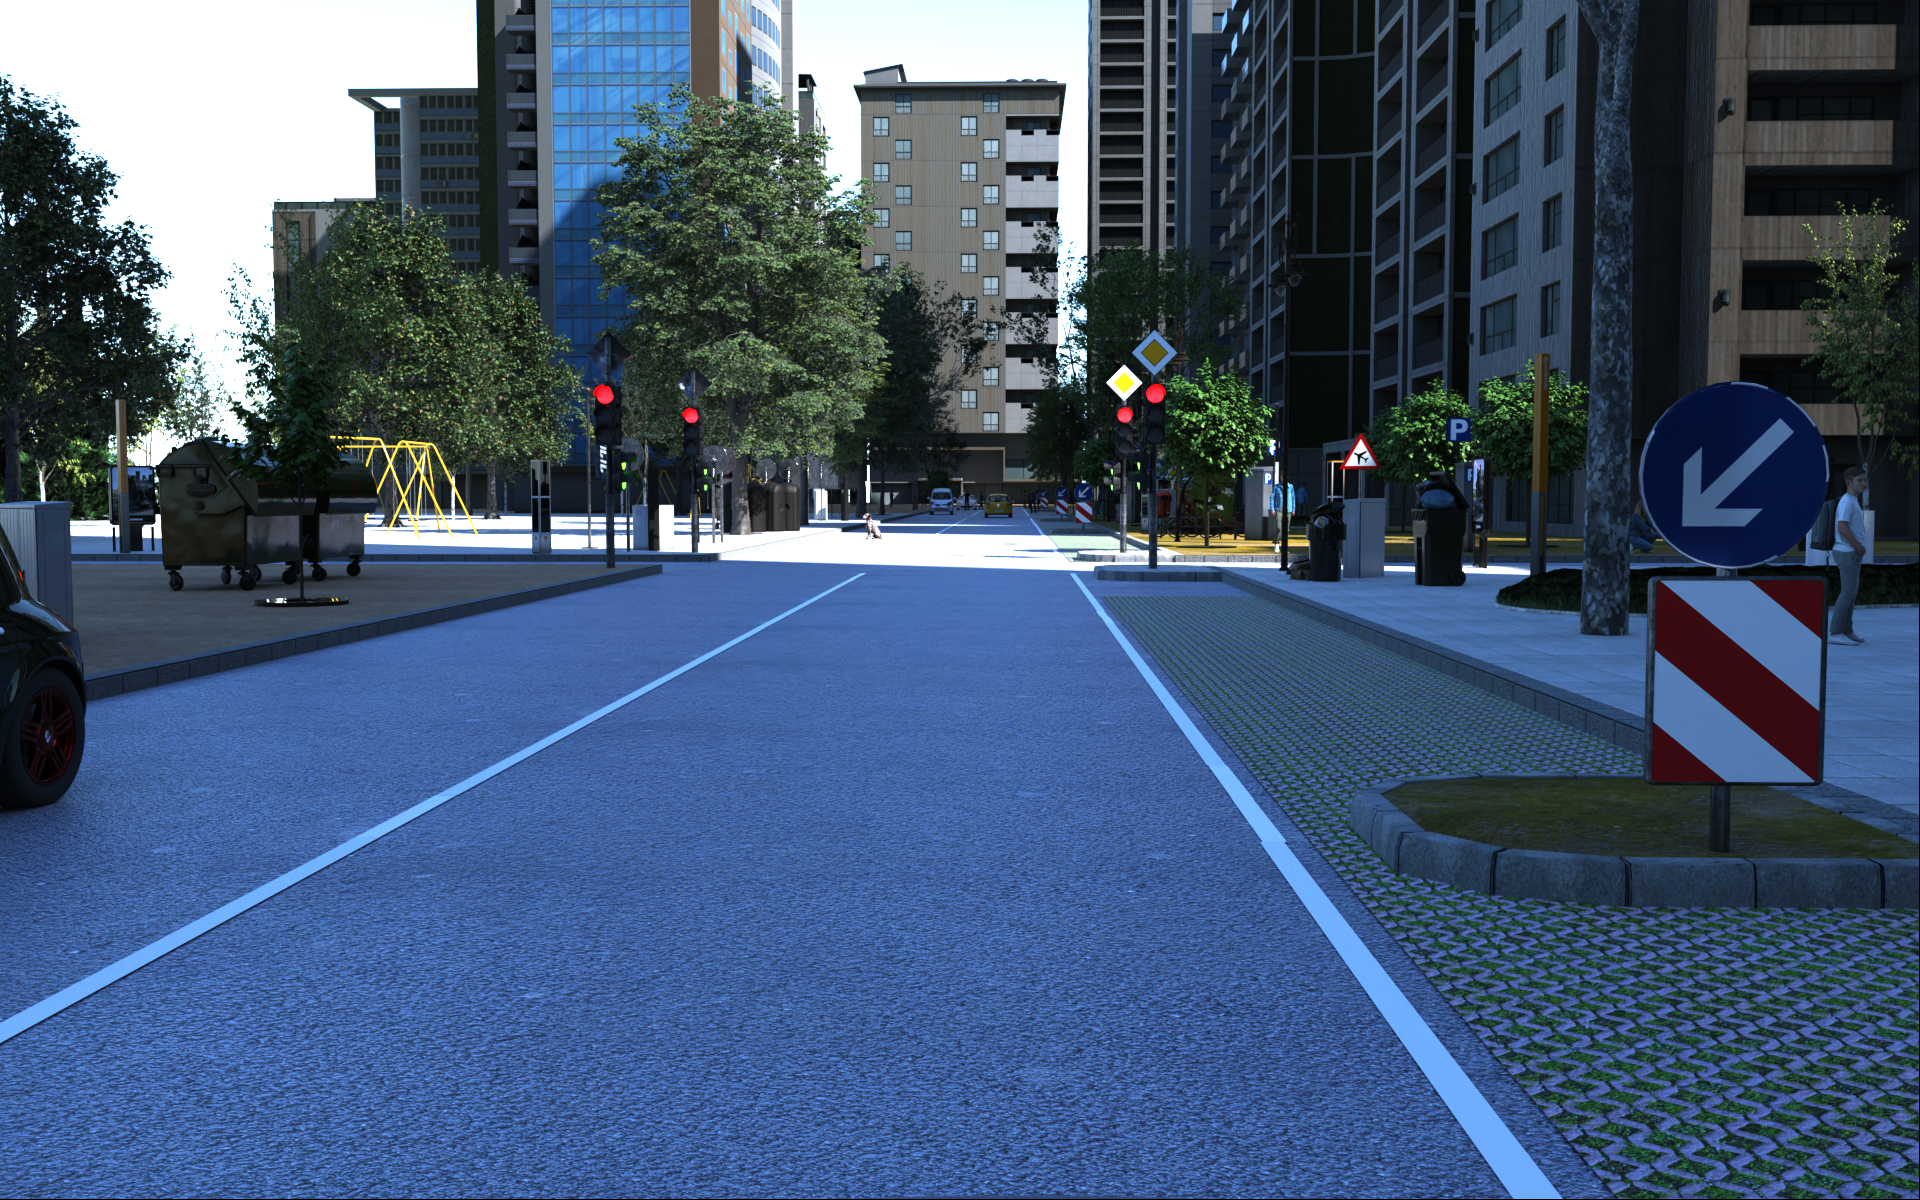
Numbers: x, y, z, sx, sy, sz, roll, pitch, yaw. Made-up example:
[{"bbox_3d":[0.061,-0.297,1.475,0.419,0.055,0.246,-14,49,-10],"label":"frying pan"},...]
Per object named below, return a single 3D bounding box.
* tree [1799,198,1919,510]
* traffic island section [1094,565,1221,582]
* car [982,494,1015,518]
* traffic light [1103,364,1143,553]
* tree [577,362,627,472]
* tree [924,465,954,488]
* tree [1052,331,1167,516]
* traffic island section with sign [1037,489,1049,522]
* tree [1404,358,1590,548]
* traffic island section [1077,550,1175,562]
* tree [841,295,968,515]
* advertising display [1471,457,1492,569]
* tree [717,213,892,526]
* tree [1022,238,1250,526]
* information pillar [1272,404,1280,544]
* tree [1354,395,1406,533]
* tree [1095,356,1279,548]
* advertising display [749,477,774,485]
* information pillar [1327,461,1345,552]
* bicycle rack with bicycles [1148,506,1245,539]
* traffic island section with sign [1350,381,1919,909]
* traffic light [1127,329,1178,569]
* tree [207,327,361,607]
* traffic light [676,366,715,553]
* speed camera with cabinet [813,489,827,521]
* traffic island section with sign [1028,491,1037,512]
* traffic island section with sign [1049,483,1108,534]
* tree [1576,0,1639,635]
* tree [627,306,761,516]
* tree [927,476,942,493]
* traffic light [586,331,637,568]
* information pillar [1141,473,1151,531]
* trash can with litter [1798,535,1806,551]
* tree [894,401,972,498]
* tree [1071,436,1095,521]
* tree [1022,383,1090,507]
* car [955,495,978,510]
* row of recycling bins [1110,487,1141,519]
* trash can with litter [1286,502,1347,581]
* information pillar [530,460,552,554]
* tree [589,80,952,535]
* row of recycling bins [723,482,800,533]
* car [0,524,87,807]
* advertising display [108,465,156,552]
[{"bbox_3d":[22.779,-5.674,43.125,4.737,8.622,4.395,0,3,0],"label":"tree"},{"bbox_3d":[3.344,-0.461,29.826,2.009,0.180,2.903,0,4,2],"label":"traffic island section"},{"bbox_3d":[2.346,-5.866,106.124,2.015,1.641,3.980,0,4,1],"label":"car"},{"bbox_3d":[3.545,-2.983,37.695,0.839,4.253,0.868,0,4,2],"label":"traffic light"},{"bbox_3d":[-23.476,-10.378,86.692,9.611,12.733,9.660,0,3,0],"label":"tree"},{"bbox_3d":[-2.351,-12.457,187.390,4.285,4.588,4.351,0,3,0],"label":"tree"},{"bbox_3d":[8.548,-9.937,96.875,7.601,10.594,8.767,1,4,10],"label":"tree"},{"bbox_3d":[5.163,-4.974,89.958,1.989,1.847,2.006,0,4,2],"label":"traffic island section with sign"},{"bbox_3d":[13.872,-3.571,42.094,4.285,4.588,4.351,0,3,0],"label":"tree"},{"bbox_3d":[3.585,-0.950,37.808,2.009,0.180,2.903,0,4,2],"label":"traffic island section"},{"bbox_3d":[-4.593,-11.895,104.859,12.009,13.543,11.850,0,3,0],"label":"tree"},{"bbox_3d":[9.085,-1.529,30.213,0.123,1.923,0.974,0,4,5],"label":"advertising display"},{"bbox_3d":[-6.744,-9.321,70.528,7.486,12.596,7.792,0,3,0],"label":"tree"},{"bbox_3d":[7.537,-8.775,69.220,9.928,11.665,9.643,0,3,0],"label":"tree"},{"bbox_3d":[8.202,-3.272,44.856,0.183,3.616,0.504,1,4,9],"label":"information pillar"},{"bbox_3d":[13.154,-3.940,48.129,4.285,4.588,4.351,0,3,0],"label":"tree"},{"bbox_3d":[5.907,-3.539,41.572,4.285,4.588,4.351,0,3,0],"label":"tree"},{"bbox_3d":[-7.409,-3.635,64.648,0.974,1.923,0.123,-2,4,-34],"label":"advertising display"},{"bbox_3d":[8.317,-2.071,38.360,0.304,2.012,0.304,0,4,-8],"label":"information pillar"},{"bbox_3d":[6.876,-2.280,50.663,2.925,0.926,2.852,2,4,25],"label":"bicycle rack with bicycles"},{"bbox_3d":[2.651,0.106,6.903,1.989,1.847,2.006,0,4,2],"label":"traffic island section with sign"},{"bbox_3d":[3.304,-2.495,29.714,0.839,4.253,0.868,0,4,2],"label":"traffic light"},{"bbox_3d":[-7.604,-1.564,20.173,1.663,3.219,1.824,0,3,0],"label":"tree"},{"bbox_3d":[-5.813,-2.999,37.960,0.839,4.253,0.868,0,4,2],"label":"traffic light"},{"bbox_3d":[-6.854,-5.530,84.750,0.660,3.252,2.038,-1,4,-9],"label":"speed camera with cabinet"},{"bbox_3d":[6.682,-8.036,140.011,1.989,1.847,2.006,0,4,2],"label":"traffic island section with sign"},{"bbox_3d":[4.342,-3.308,62.716,1.989,1.847,2.006,0,4,2],"label":"traffic island section with sign"},{"bbox_3d":[4.648,-9.796,16.054,12.611,20.169,13.585,0,3,0],"label":"tree"},{"bbox_3d":[-16.727,-11.416,103.667,9.611,12.733,9.660,0,3,0],"label":"tree"},{"bbox_3d":[-2.661,-11.338,179.985,1.663,3.219,1.824,0,3,0],"label":"tree"},{"bbox_3d":[-6.053,-2.511,29.979,0.839,4.253,0.868,0,4,2],"label":"traffic light"},{"bbox_3d":[6.480,-3.391,59.927,0.304,2.012,0.304,3,4,38],"label":"information pillar"},{"bbox_3d":[19.156,-1.695,39.098,0.624,1.170,1.055,2,4,31],"label":"trash can with litter"},{"bbox_3d":[-2.843,-14.118,165.244,8.767,10.594,7.601,-2,4,-25],"label":"tree"},{"bbox_3d":[7.061,-6.112,83.648,4.285,4.588,4.351,0,3,0],"label":"tree"},{"bbox_3d":[10.359,-15.693,174.708,7.486,12.596,7.792,0,3,0],"label":"tree"},{"bbox_3d":[0.598,-8.793,156.122,2.083,1.381,4.827,0,3,0],"label":"car"},{"bbox_3d":[8.871,-5.050,89.684,1.069,1.692,3.534,3,5,42],"label":"row of recycling bins"},{"bbox_3d":[5.235,-0.875,25.698,0.624,1.170,1.055,-2,4,-28],"label":"trash can with litter"},{"bbox_3d":[-8.997,-2.001,37.204,0.304,2.012,0.304,3,5,42],"label":"information pillar"},{"bbox_3d":[-6.764,-9.005,53.888,9.857,13.997,8.962,0,3,0],"label":"tree"},{"bbox_3d":[-6.731,-3.168,58.903,1.069,1.692,3.534,3,4,37],"label":"row of recycling bins"},{"bbox_3d":[-5.073,0.195,6.603,2.009,1.686,4.222,0,4,2],"label":"car"},{"bbox_3d":[-18.562,-2.057,38.852,0.123,1.923,0.974,3,5,42],"label":"advertising display"}]
